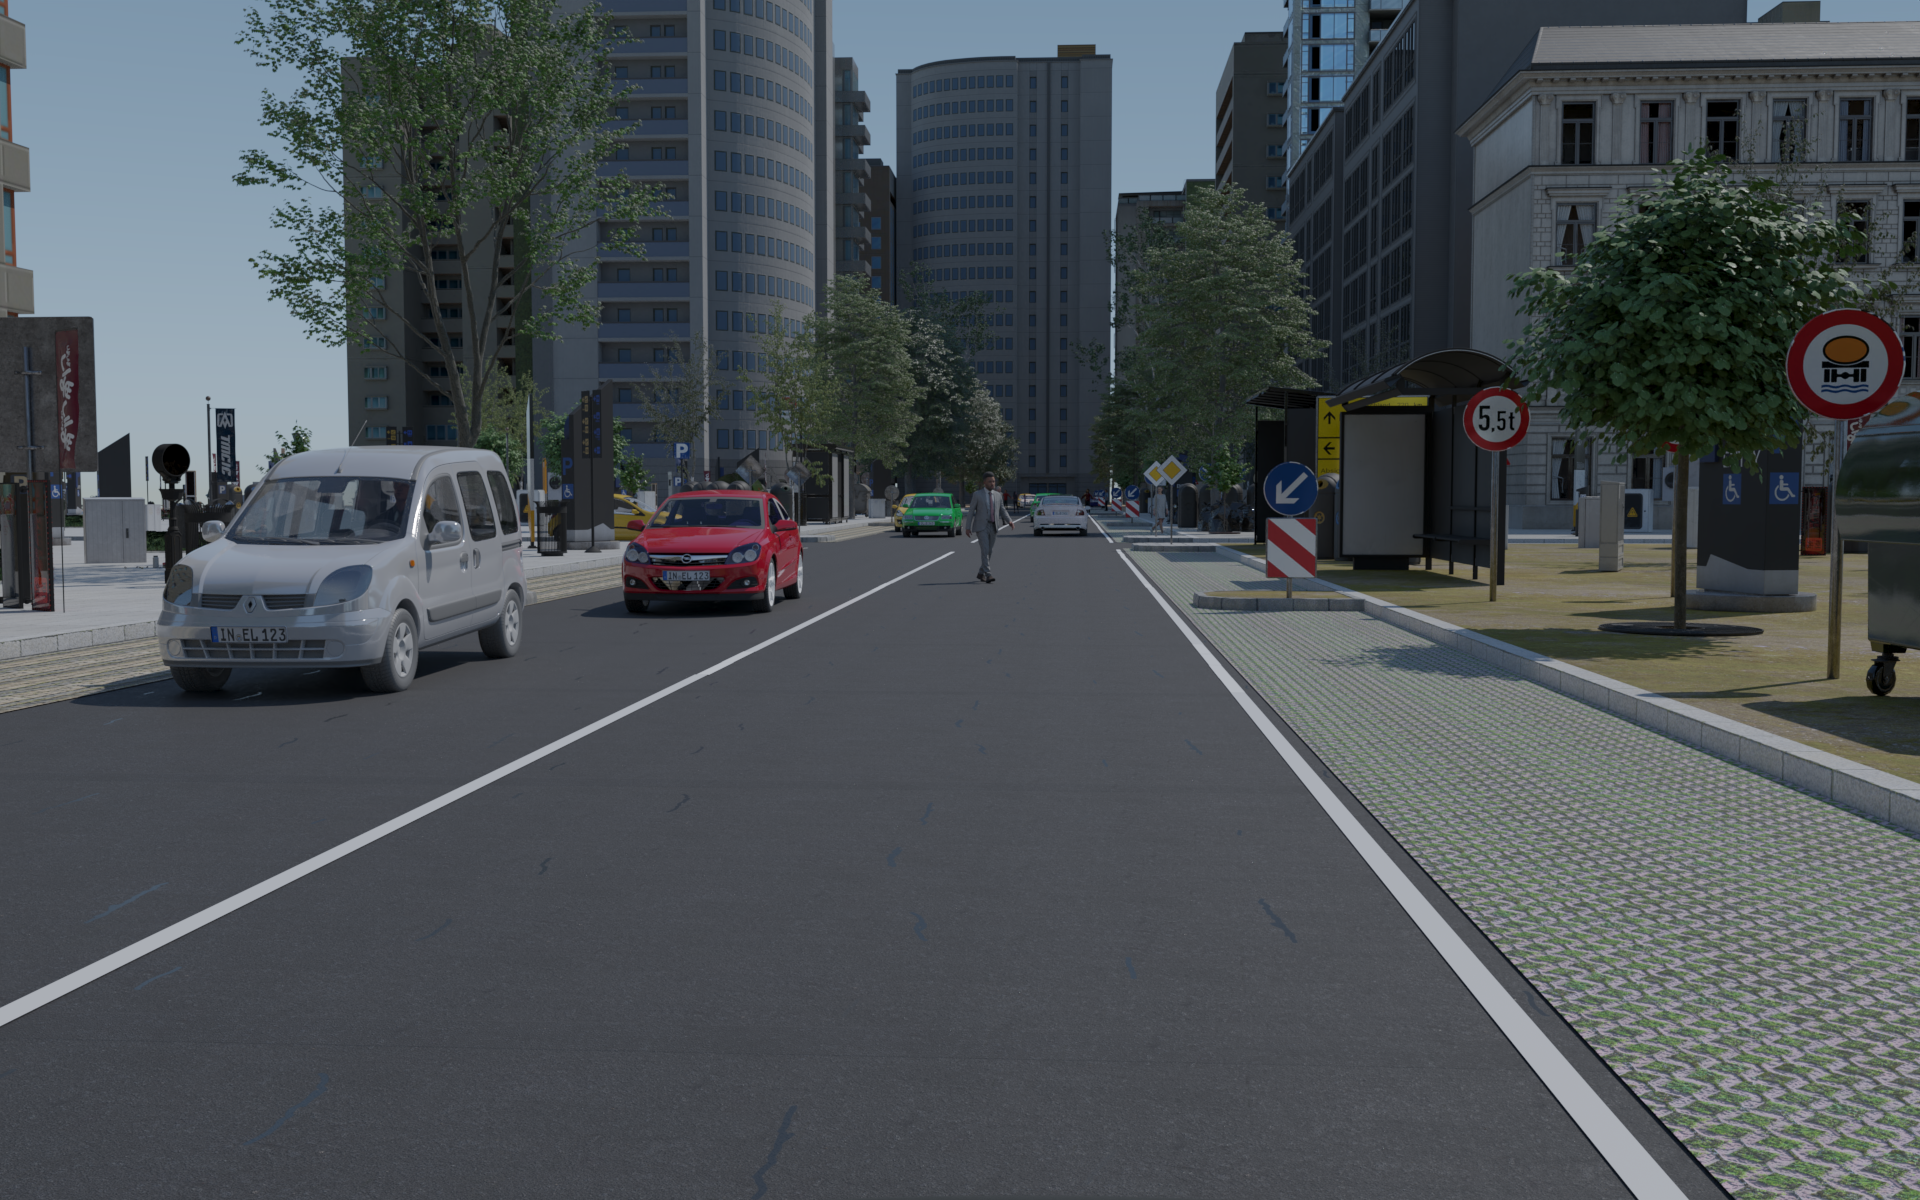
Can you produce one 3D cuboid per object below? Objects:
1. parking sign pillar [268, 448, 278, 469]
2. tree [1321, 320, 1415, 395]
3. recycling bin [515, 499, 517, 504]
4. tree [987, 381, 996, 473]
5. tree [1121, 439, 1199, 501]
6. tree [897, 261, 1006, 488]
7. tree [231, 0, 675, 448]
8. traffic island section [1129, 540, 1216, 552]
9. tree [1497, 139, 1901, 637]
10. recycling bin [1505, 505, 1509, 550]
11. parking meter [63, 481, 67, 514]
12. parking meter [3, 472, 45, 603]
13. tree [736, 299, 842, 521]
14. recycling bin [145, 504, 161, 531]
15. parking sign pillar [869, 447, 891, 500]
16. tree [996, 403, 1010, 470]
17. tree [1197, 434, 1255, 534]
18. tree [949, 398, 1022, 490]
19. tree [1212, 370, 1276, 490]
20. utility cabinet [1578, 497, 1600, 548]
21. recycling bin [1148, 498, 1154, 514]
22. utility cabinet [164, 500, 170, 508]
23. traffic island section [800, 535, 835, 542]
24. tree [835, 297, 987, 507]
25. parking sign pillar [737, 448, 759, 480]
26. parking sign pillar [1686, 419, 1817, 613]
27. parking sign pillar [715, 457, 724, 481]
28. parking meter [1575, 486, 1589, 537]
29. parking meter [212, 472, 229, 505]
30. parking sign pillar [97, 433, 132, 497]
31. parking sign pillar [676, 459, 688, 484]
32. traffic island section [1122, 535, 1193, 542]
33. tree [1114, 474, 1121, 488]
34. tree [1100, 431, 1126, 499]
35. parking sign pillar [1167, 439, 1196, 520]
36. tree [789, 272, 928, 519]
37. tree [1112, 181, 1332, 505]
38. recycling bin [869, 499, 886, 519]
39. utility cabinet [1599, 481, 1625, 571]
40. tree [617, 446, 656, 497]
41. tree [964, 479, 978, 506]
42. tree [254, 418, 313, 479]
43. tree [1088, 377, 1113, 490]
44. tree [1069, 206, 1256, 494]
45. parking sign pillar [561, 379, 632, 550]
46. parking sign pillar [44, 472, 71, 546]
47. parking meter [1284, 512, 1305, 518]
[{"bbox_3d":[-39.800,-6.866,100.727,1.447,3.967,1.447,-2,4,-35],"label":"parking sign pillar"},{"bbox_3d":[17.184,-7.467,72.454,4.360,8.622,3.978,0,3,0],"label":"tree"},{"bbox_3d":[-21.918,-4.464,85.547,0.722,1.027,0.722,-1,4,-14],"label":"recycling bin"},{"bbox_3d":[-3.488,-13.271,123.635,9.857,13.997,8.962,0,3,0],"label":"tree"},{"bbox_3d":[12.090,-7.076,99.405,4.285,4.588,4.351,0,3,0],"label":"tree"},{"bbox_3d":[-3.154,-17.601,143.670,12.611,20.169,13.585,0,3,0],"label":"tree"},{"bbox_3d":[-8.938,-6.451,31.233,9.928,11.665,9.643,0,3,0],"label":"tree"},{"bbox_3d":[5.397,-1.332,44.059,2.009,0.180,2.903,0,4,4],"label":"traffic island section"},{"bbox_3d":[6.833,-1.980,16.082,4.285,4.588,4.351,0,3,0],"label":"tree"},{"bbox_3d":[12.220,-1.688,40.157,0.722,1.027,0.722,-1,4,-11],"label":"recycling bin"},{"bbox_3d":[-40.415,-4.421,77.987,0.255,1.863,0.399,0,4,-8],"label":"parking meter"},{"bbox_3d":[-11.049,-0.903,20.470,0.399,1.863,0.255,0,4,-8],"label":"parking meter"},{"bbox_3d":[-6.321,-7.010,64.968,4.737,8.622,4.395,0,3,0],"label":"tree"},{"bbox_3d":[-20.086,-1.828,42.444,0.722,1.027,0.722,0,4,2],"label":"recycling bin"},{"bbox_3d":[-4.550,-6.748,98.798,1.447,3.967,1.447,-3,5,-41],"label":"parking sign pillar"},{"bbox_3d":[0.285,-15.898,166.581,9.857,13.997,8.962,0,3,0],"label":"tree"},{"bbox_3d":[8.395,-3.739,55.727,1.663,3.219,1.824,0,3,0],"label":"tree"},{"bbox_3d":[2.463,-17.336,200.446,9.611,12.733,9.660,0,3,0],"label":"tree"},{"bbox_3d":[16.559,-9.140,99.795,4.360,8.622,3.978,0,3,0],"label":"tree"},{"bbox_3d":[15.327,-1.852,41.447,1.020,1.237,0.306,-1,4,-13],"label":"utility cabinet"},{"bbox_3d":[12.837,-6.207,114.039,0.722,1.027,0.722,2,4,29],"label":"recycling bin"},{"bbox_3d":[-48.626,-5.985,106.530,0.318,1.500,1.173,-1,4,-8],"label":"utility cabinet"},{"bbox_3d":[-4.911,-1.862,52.724,2.009,0.180,2.903,0,4,4],"label":"traffic island section"},{"bbox_3d":[-3.437,-12.531,111.542,9.857,13.997,8.962,0,3,0],"label":"tree"},{"bbox_3d":[-12.229,-6.822,100.018,1.447,3.967,1.447,0,4,-7],"label":"parking sign pillar"},{"bbox_3d":[8.803,-1.886,19.302,1.447,3.967,1.447,-1,4,-9],"label":"parking sign pillar"},{"bbox_3d":[-17.484,-8.402,125.844,1.447,3.967,1.447,-1,4,-17],"label":"parking sign pillar"},{"bbox_3d":[18.790,-2.684,52.301,0.372,1.533,0.369,0,3,0],"label":"parking meter"},{"bbox_3d":[-19.524,-2.445,45.692,0.255,1.863,0.399,2,4,28],"label":"parking meter"},{"bbox_3d":[-36.995,-5.337,75.735,1.447,3.967,1.447,-3,4,-39],"label":"parking sign pillar"},{"bbox_3d":[-15.326,-6.544,95.465,1.447,3.967,1.447,-1,4,-18],"label":"parking sign pillar"},{"bbox_3d":[5.908,-1.819,52.028,2.009,0.180,2.903,0,4,4],"label":"traffic island section"},{"bbox_3d":[16.761,-11.445,170.836,4.285,4.588,4.351,0,3,0],"label":"tree"},{"bbox_3d":[17.958,-14.917,194.254,4.360,8.622,3.978,0,3,0],"label":"tree"},{"bbox_3d":[10.889,-5.899,84.923,1.447,3.967,1.447,2,4,33],"label":"parking sign pillar"},{"bbox_3d":[-5.262,-10.459,89.139,7.486,12.596,7.792,0,3,0],"label":"tree"},{"bbox_3d":[9.799,-8.886,63.414,7.486,12.596,7.792,0,3,0],"label":"tree"},{"bbox_3d":[-4.365,-4.807,91.149,0.722,1.027,0.722,-2,4,-24],"label":"recycling bin"},{"bbox_3d":[10.907,-1.239,28.935,0.318,1.500,1.173,2,4,25],"label":"utility cabinet"},{"bbox_3d":[-13.203,-4.641,70.484,1.663,3.219,1.824,0,3,0],"label":"tree"},{"bbox_3d":[1.241,-11.917,189.440,1.663,3.219,1.824,0,3,0],"label":"tree"},{"bbox_3d":[-16.918,-3.049,44.449,1.663,3.219,1.824,0,3,0],"label":"tree"},{"bbox_3d":[14.074,-13.312,135.773,7.486,12.596,7.792,0,3,0],"label":"tree"},{"bbox_3d":[13.504,-15.694,112.482,12.611,20.169,13.585,0,3,0],"label":"tree"},{"bbox_3d":[-8.651,-3.166,40.233,1.447,3.967,1.447,2,4,32],"label":"parking sign pillar"},{"bbox_3d":[-23.012,-3.345,43.156,1.447,3.967,1.447,1,4,23],"label":"parking sign pillar"},{"bbox_3d":[6.811,-1.813,35.348,0.399,1.863,0.255,-1,4,-13],"label":"parking meter"}]
